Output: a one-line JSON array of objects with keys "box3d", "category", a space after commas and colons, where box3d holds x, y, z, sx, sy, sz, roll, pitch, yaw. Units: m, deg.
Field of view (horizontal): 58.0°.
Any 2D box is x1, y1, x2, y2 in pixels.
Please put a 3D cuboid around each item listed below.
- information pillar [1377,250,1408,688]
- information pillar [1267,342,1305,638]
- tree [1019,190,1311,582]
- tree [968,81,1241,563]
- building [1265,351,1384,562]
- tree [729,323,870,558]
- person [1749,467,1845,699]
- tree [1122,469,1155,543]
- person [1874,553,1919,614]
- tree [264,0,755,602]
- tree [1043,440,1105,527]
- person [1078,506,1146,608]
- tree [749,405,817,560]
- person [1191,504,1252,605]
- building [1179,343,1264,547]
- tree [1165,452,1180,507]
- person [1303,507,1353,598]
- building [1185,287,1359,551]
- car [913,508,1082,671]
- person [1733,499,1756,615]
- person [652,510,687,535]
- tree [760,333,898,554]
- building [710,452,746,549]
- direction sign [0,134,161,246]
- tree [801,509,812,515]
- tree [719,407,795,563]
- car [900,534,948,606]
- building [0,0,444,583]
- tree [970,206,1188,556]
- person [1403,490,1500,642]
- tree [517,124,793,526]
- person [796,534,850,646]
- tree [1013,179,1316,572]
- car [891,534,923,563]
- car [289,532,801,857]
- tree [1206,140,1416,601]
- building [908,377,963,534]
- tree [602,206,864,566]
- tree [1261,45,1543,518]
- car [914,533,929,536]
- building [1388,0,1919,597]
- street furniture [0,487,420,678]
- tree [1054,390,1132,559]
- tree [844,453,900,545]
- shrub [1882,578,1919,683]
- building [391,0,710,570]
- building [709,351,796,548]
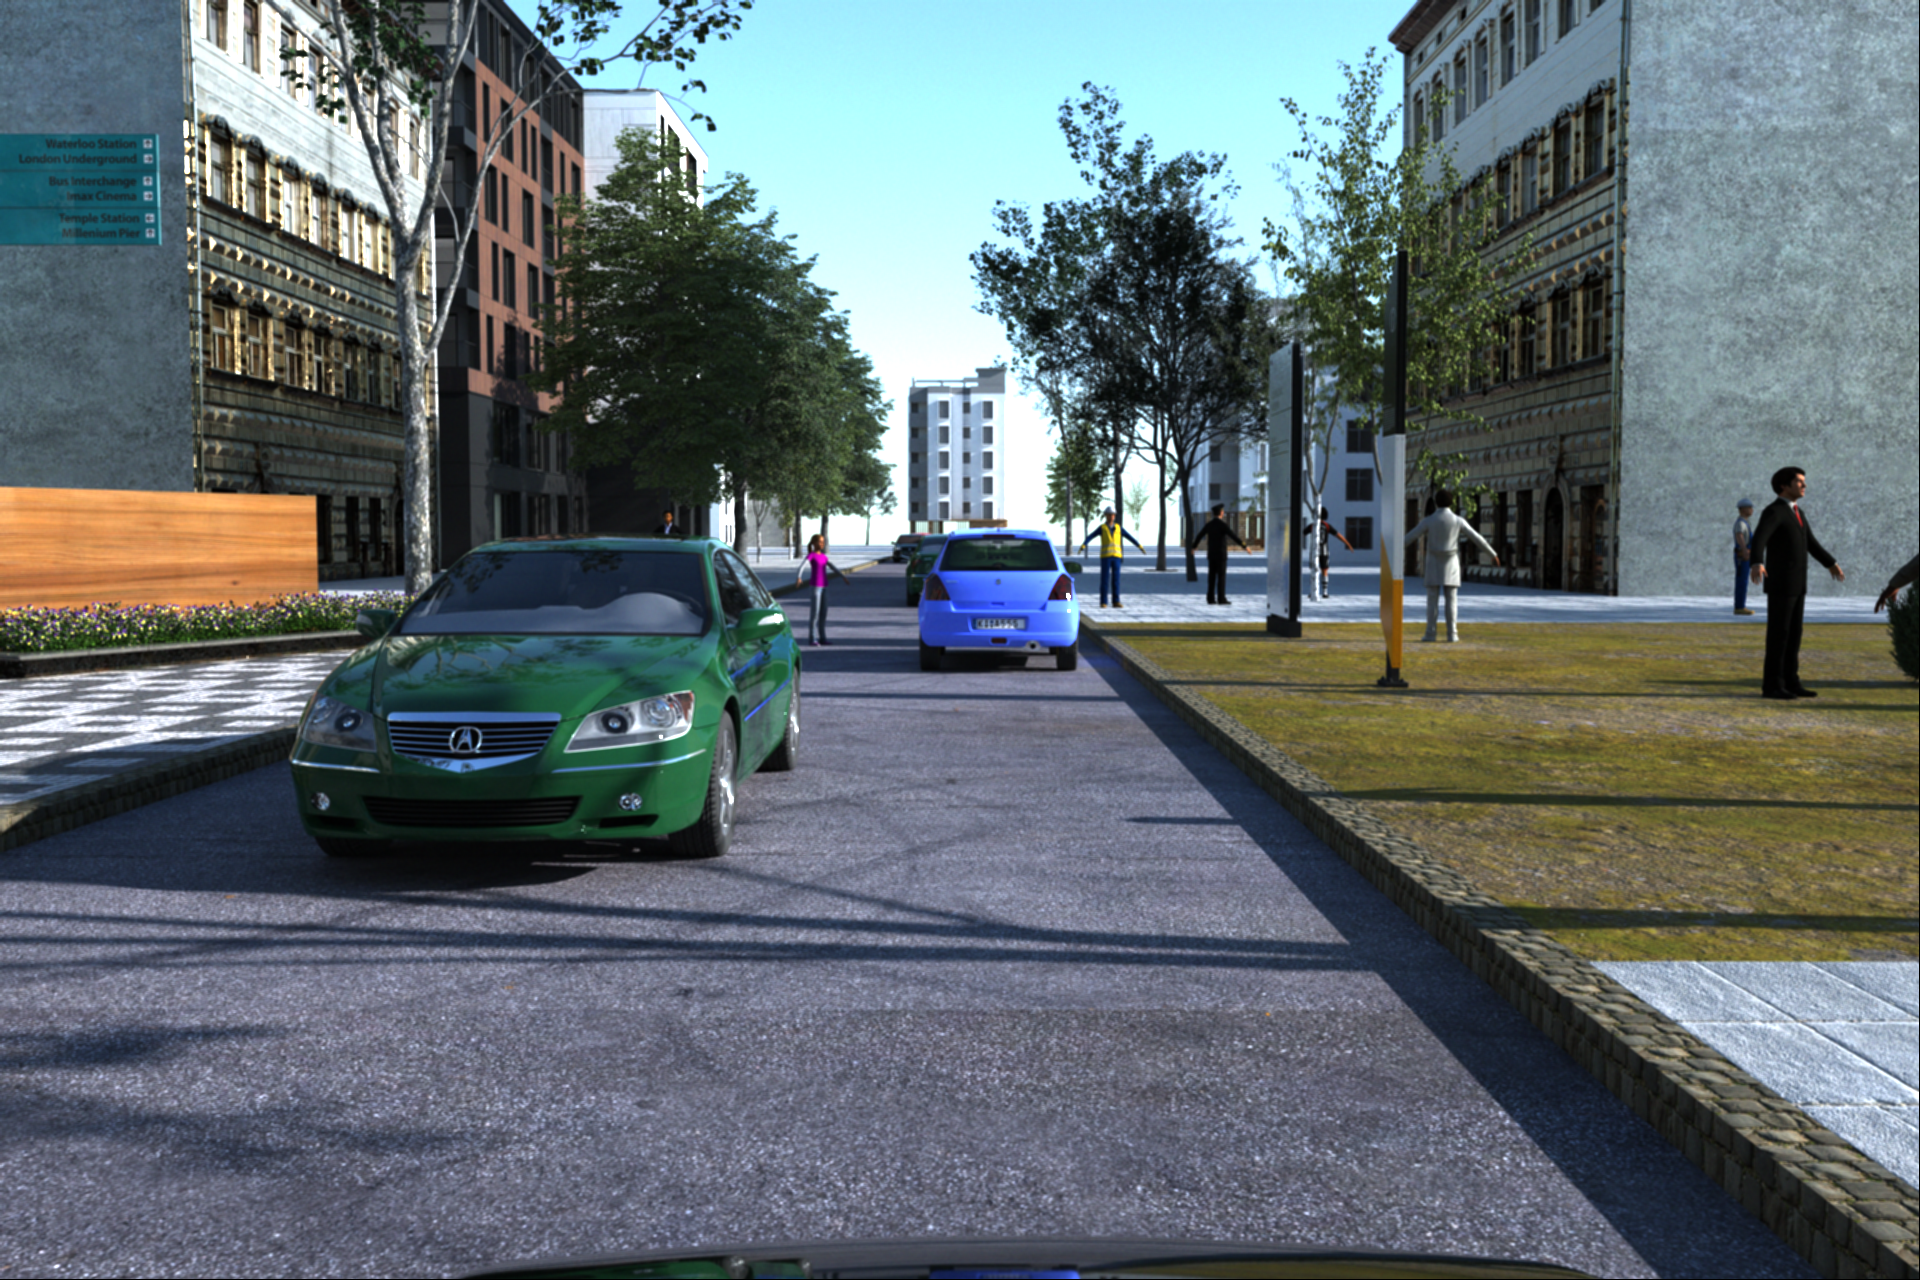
[{"box3d": [3.652, -1.421, 14.587, 0.183, 3.616, 0.504, 0, 4, 1], "category": "information pillar"}, {"box3d": [4.142, -1.881, 22.075, 0.184, 3.620, 1.656, 0, 4, 1], "category": "information pillar"}, {"box3d": [6.110, -6.879, 46.889, 8.767, 10.594, 7.601, -2, 4, -34], "category": "tree"}, {"box3d": [5.760, -13.436, 75.570, 12.611, 20.169, 13.585, 0, 3, 0], "category": "tree"}, {"box3d": [20.739, -8.407, 79.596, 9.099, 9.664, 28.070, 0, 4, 1], "category": "building"}, {"box3d": [-8.717, -10.656, 92.355, 7.486, 12.596, 7.792, 0, 3, 0], "category": "tree"}, {"box3d": [6.504, -0.452, 13.574, 1.347, 1.806, 0.705, -3, 4, -38], "category": "person"}, {"box3d": [20.418, -15.023, 195.994, 4.360, 8.622, 3.978, 0, 3, 0], "category": "tree"}, {"box3d": [5.016, -0.117, 8.050, 1.348, 1.813, 0.705, 2, 4, 25], "category": "person"}, {"box3d": [-8.213, -10.370, 25.447, 12.611, 20.169, 13.585, 0, 3, 0], "category": "tree"}, {"box3d": [13.296, -17.361, 201.972, 7.486, 12.596, 7.792, 0, 3, 0], "category": "tree"}, {"box3d": [2.636, -1.447, 30.126, 1.216, 1.772, 0.721, -1, 4, -11], "category": "person"}, {"box3d": [-8.677, -8.300, 86.064, 4.737, 8.622, 4.395, 0, 3, 0], "category": "tree"}, {"box3d": [4.717, -1.570, 31.604, 0.705, 1.837, 1.347, -3, 5, -44], "category": "person"}, {"box3d": [26.743, -19.178, 169.977, 16.016, 20.090, 11.380, 0, 3, 0], "category": "building"}, {"box3d": [27.442, -16.866, 201.516, 9.928, 11.665, 9.643, 0, 3, 0], "category": "tree"}, {"box3d": [7.211, -1.751, 34.769, 1.345, 1.843, 0.704, 1, 4, 9], "category": "person"}, {"box3d": [23.425, -17.337, 139.873, 16.016, 20.090, 11.380, 0, 4, 0], "category": "building"}, {"box3d": [0.425, -0.605, 19.488, 1.945, 1.707, 3.694, 0, 4, 1], "category": "car"}, {"box3d": [12.512, -1.330, 27.605, 0.705, 1.847, 1.347, 2, 4, 28], "category": "person"}, {"box3d": [-5.648, -1.636, 33.462, 1.216, 1.740, 0.721, 0, 4, 0], "category": "person"}, {"box3d": [-8.633, -12.463, 110.417, 9.857, 13.997, 8.962, 0, 3, 0], "category": "tree"}, {"box3d": [-22.948, -12.720, 150.115, 9.099, 9.664, 28.070, 0, 4, 1], "category": "building"}, {"box3d": [-6.034, -1.357, 10.946, 2.525, 3.948, 1.411, 0, 4, 0], "category": "direction sign"}, {"box3d": [-20.103, -16.325, 201.333, 7.601, 10.594, 8.767, 0, 4, -2], "category": "tree"}, {"box3d": [-8.867, -7.731, 76.763, 4.360, 8.622, 3.978, 0, 3, 0], "category": "tree"}, {"box3d": [-0.184, -1.474, 35.903, 2.131, 1.459, 4.920, 0, 4, -1], "category": "car"}, {"box3d": [-26.171, -13.201, 46.768, 19.493, 23.208, 18.063, 0, 4, 0], "category": "building"}, {"box3d": [7.143, -14.975, 100.724, 12.611, 20.169, 13.585, 0, 3, 0], "category": "tree"}, {"box3d": [5.736, -0.882, 20.613, 1.347, 1.806, 0.705, 1, 4, 9], "category": "person"}, {"box3d": [-8.571, -8.017, 49.199, 7.486, 12.596, 7.792, 0, 3, 0], "category": "tree"}, {"box3d": [-1.770, -0.642, 22.213, 0.599, 1.433, 0.991, 3, 4, 38], "category": "person"}, {"box3d": [7.088, -9.113, 59.359, 12.009, 13.543, 11.850, 0, 3, 0], "category": "tree"}, {"box3d": [-2.483, -4.789, 88.088, 2.009, 1.686, 4.222, 0, 4, 0], "category": "car"}, {"box3d": [-1.919, 0.159, 9.205, 2.131, 1.459, 4.920, 0, 4, 1], "category": "car"}, {"box3d": [6.775, -5.038, 32.736, 4.360, 8.622, 3.978, 0, 3, 0], "category": "tree"}, {"box3d": [-5.718, -20.942, 201.276, 11.380, 20.090, 16.016, 0, 4, 1], "category": "building"}, {"box3d": [-8.604, -9.779, 66.541, 9.857, 13.997, 8.962, 0, 3, 0], "category": "tree"}, {"box3d": [6.598, -4.653, 26.442, 4.737, 8.622, 4.395, 0, 3, 0], "category": "tree"}, {"box3d": [-2.225, -5.515, 99.208, 2.155, 1.783, 4.494, 0, 4, 0], "category": "car"}, {"box3d": [22.684, -13.019, 43.784, 19.493, 23.208, 18.063, 0, 4, 0], "category": "building"}, {"box3d": [-8.910, -0.759, 19.268, 9.812, 1.723, 11.010, 1, 4, 22], "category": "street furniture"}, {"box3d": [6.552, -8.445, 88.432, 4.737, 8.622, 4.395, 0, 3, 0], "category": "tree"}, {"box3d": [-10.389, -16.230, 199.777, 7.601, 10.594, 8.767, 0, 4, -1], "category": "tree"}, {"box3d": [8.369, -0.216, 14.656, 1.383, 1.207, 1.383, 0, 3, 0], "category": "shrub"}, {"box3d": [-27.818, -14.315, 78.027, 27.936, 21.610, 32.646, 0, 4, 1], "category": "building"}, {"box3d": [-26.000, -20.929, 173.116, 19.493, 23.208, 18.063, 0, 4, 0], "category": "building"}]
